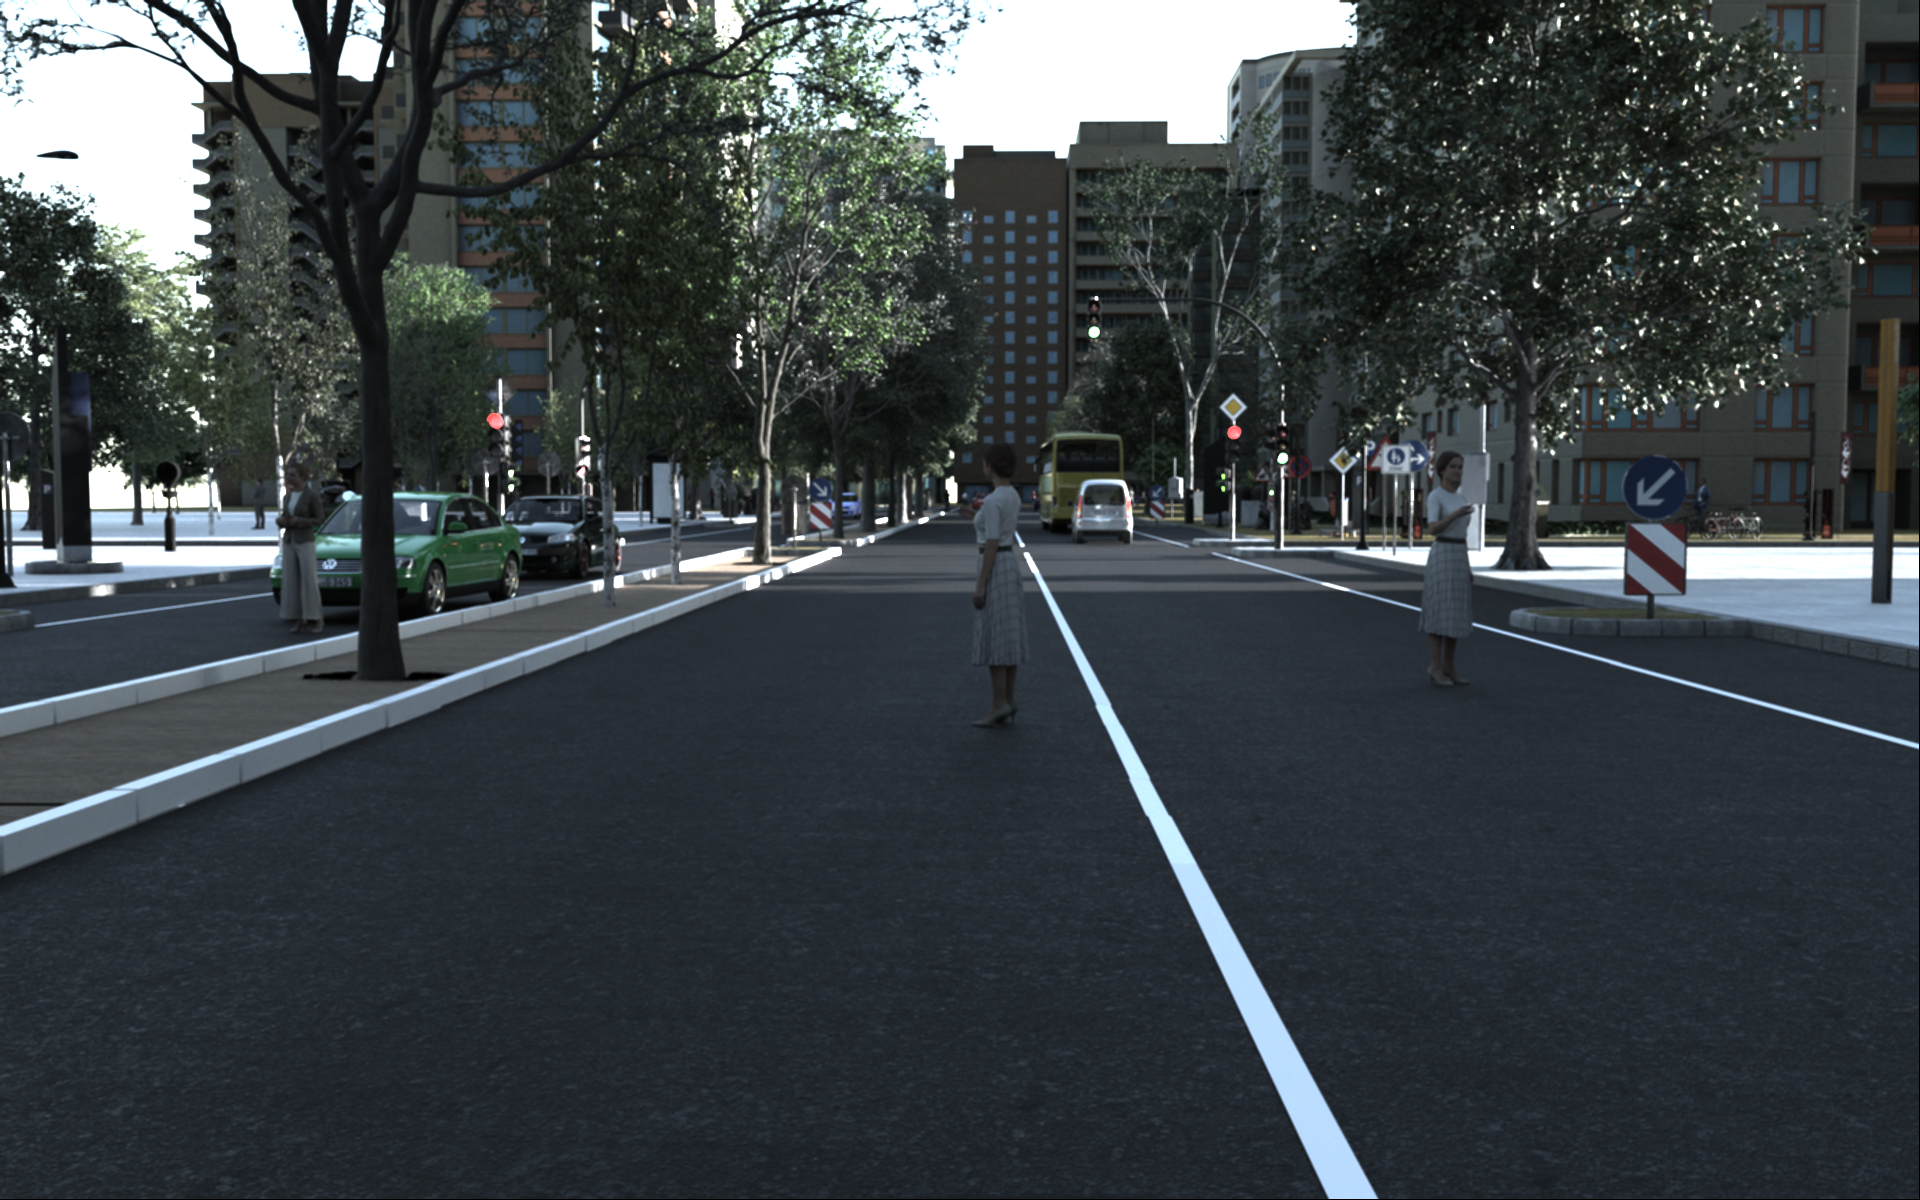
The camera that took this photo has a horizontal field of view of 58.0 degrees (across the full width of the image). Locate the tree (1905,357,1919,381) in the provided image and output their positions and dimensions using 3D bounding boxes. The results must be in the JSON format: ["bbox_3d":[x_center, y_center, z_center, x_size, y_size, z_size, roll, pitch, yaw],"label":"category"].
[{"bbox_3d":[18.237,-2.865,30.556,4.285,4.588,4.351,0,3,0],"label":"tree"}]

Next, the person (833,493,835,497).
[{"bbox_3d":[-14.254,-11.478,196.939,0.421,1.427,0.697,2,4,30],"label":"person"}]

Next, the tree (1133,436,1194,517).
[{"bbox_3d":[11.525,-6.996,98.106,4.285,4.588,4.351,0,3,0],"label":"tree"}]

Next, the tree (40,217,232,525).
[{"bbox_3d":[-34.461,-9.411,72.001,7.486,12.596,7.792,0,3,0],"label":"tree"}]

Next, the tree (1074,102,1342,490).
[{"bbox_3d":[12.269,-13.959,84.113,12.611,20.169,13.585,0,3,0],"label":"tree"}]

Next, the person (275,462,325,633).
[{"bbox_3d":[-6.846,-0.541,17.894,0.519,1.759,0.362,1,4,18],"label":"person"}]

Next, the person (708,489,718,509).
[{"bbox_3d":[-20.628,-8.439,144.742,1.217,1.743,0.721,3,4,38],"label":"person"}]

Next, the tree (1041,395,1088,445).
[{"bbox_3d":[12.631,-17.167,198.812,7.486,12.596,7.792,0,3,0],"label":"tree"}]

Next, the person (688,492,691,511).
[{"bbox_3d":[-20.126,-7.576,130.460,0.990,1.755,0.434,3,4,37],"label":"person"}]

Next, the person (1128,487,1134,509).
[{"bbox_3d":[12.064,-7.173,123.596,0.520,1.790,0.573,-2,4,-33],"label":"person"}]

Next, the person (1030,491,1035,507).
[{"bbox_3d":[8.443,-11.479,196.896,1.217,1.743,0.721,3,5,44],"label":"person"}]

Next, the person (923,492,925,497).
[{"bbox_3d":[-4.102,-11.515,196.776,1.348,1.824,0.705,-2,4,-31],"label":"person"}]

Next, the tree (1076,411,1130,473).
[{"bbox_3d":[12.779,-13.919,161.989,7.601,10.594,8.767,3,5,42],"label":"tree"}]

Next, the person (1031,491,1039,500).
[{"bbox_3d":[7.711,-10.110,174.526,1.217,1.743,0.721,0,4,-1],"label":"person"}]

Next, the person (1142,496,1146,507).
[{"bbox_3d":[18.939,-10.408,176.933,0.721,1.735,1.217,3,5,42],"label":"person"}]

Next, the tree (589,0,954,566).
[{"bbox_3d":[-3.891,-6.502,34.514,9.928,11.665,9.643,0,3,0],"label":"tree"}]

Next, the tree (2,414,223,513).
[{"bbox_3d":[-58.539,-9.494,118.140,20.602,7.101,11.467,0,4,6],"label":"tree"}]

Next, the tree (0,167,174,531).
[{"bbox_3d":[-32.559,-8.803,60.930,9.611,12.733,9.660,0,3,0],"label":"tree"}]

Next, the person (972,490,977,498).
[{"bbox_3d":[1.613,-10.279,176.706,0.705,1.807,1.348,3,5,40],"label":"person"}]

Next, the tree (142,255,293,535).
[{"bbox_3d":[-23.171,-6.329,53.841,4.737,8.622,4.395,0,3,0],"label":"tree"}]

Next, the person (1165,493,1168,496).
[{"bbox_3d":[20.027,-10.088,171.080,1.348,1.812,0.705,1,4,15],"label":"person"}]

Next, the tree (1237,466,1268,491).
[{"bbox_3d":[20.234,-7.718,120.792,1.663,3.219,1.824,0,3,0],"label":"tree"}]

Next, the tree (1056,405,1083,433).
[{"bbox_3d":[13.877,-15.802,184.118,9.928,11.665,9.643,0,3,0],"label":"tree"}]

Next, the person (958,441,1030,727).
[{"bbox_3d":[0.165,-0.104,10.769,0.524,1.755,0.480,1,4,22],"label":"person"}]

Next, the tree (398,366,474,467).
[{"bbox_3d":[-36.704,-11.305,119.249,7.601,10.594,8.767,0,4,-8],"label":"tree"}]

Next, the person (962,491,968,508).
[{"bbox_3d":[0.519,-9.369,162.615,0.436,1.711,0.756,-2,4,-35],"label":"person"}]

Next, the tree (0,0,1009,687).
[{"bbox_3d":[-4.442,-6.116,12.816,12.009,13.543,11.850,0,3,0],"label":"tree"}]

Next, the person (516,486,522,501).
[{"bbox_3d":[-28.966,-6.547,113.445,0.532,1.782,0.716,-2,4,-35],"label":"person"}]

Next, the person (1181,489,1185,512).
[{"bbox_3d":[16.509,-7.322,126.562,0.445,1.727,0.742,2,4,30],"label":"person"}]

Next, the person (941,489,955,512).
[{"bbox_3d":[-0.963,-7.756,135.320,1.348,1.822,0.705,3,4,36],"label":"person"}]

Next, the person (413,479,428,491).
[{"bbox_3d":[-18.035,-3.165,57.966,0.419,1.800,0.721,2,4,25],"label":"person"}]

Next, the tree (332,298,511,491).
[{"bbox_3d":[-29.659,-10.986,96.632,9.611,12.733,9.660,0,3,0],"label":"tree"}]

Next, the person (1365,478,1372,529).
[{"bbox_3d":[13.663,-3.203,58.418,0.555,1.821,0.388,-2,4,-32],"label":"person"}]

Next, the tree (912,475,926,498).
[{"bbox_3d":[-2.504,-9.863,114.080,4.360,8.622,3.978,0,3,0],"label":"tree"}]

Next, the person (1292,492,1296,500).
[{"bbox_3d":[24.115,-7.346,126.150,1.348,1.824,0.705,1,4,9],"label":"person"}]

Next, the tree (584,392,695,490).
[{"bbox_3d":[-17.242,-8.772,93.783,4.360,8.622,3.978,0,3,0],"label":"tree"}]

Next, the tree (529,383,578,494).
[{"bbox_3d":[-26.036,-10.018,114.150,4.360,8.622,3.978,0,3,0],"label":"tree"}]

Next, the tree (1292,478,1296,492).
[{"bbox_3d":[20.012,-6.819,106.098,1.663,3.219,1.824,0,3,0],"label":"tree"}]

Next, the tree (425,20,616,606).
[{"bbox_3d":[-4.428,-4.204,21.559,4.737,8.622,4.395,0,3,0],"label":"tree"}]

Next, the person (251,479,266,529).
[{"bbox_3d":[-25.785,-3.531,63.573,0.447,1.846,0.655,1,4,13],"label":"person"}]

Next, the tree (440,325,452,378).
[{"bbox_3d":[-20.438,-6.872,62.713,4.360,8.622,3.978,0,3,0],"label":"tree"}]

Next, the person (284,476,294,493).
[{"bbox_3d":[-19.983,-2.793,51.677,0.580,1.828,0.573,0,4,2],"label":"person"}]

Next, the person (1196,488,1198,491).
[{"bbox_3d":[17.610,-7.457,128.886,0.530,1.710,0.541,1,4,18],"label":"person"}]

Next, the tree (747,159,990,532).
[{"bbox_3d":[-3.473,-9.490,64.275,9.857,13.997,8.962,0,3,0],"label":"tree"}]

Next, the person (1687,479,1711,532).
[{"bbox_3d":[24.826,-3.170,58.054,0.419,1.800,0.721,-2,4,-31],"label":"person"}]

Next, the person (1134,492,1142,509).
[{"bbox_3d":[15.308,-8.595,149.798,0.991,1.433,0.599,3,4,36],"label":"person"}]

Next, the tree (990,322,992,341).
[{"bbox_3d":[-2.890,-10.723,84.428,9.857,13.997,8.962,0,3,0],"label":"tree"}]

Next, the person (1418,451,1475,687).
[{"bbox_3d":[3.708,-0.236,12.931,0.480,1.755,0.524,-3,5,-40],"label":"person"}]

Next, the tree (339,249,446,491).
[{"bbox_3d":[-22.552,-9.060,73.891,9.928,11.665,9.643,0,3,0],"label":"tree"}]
